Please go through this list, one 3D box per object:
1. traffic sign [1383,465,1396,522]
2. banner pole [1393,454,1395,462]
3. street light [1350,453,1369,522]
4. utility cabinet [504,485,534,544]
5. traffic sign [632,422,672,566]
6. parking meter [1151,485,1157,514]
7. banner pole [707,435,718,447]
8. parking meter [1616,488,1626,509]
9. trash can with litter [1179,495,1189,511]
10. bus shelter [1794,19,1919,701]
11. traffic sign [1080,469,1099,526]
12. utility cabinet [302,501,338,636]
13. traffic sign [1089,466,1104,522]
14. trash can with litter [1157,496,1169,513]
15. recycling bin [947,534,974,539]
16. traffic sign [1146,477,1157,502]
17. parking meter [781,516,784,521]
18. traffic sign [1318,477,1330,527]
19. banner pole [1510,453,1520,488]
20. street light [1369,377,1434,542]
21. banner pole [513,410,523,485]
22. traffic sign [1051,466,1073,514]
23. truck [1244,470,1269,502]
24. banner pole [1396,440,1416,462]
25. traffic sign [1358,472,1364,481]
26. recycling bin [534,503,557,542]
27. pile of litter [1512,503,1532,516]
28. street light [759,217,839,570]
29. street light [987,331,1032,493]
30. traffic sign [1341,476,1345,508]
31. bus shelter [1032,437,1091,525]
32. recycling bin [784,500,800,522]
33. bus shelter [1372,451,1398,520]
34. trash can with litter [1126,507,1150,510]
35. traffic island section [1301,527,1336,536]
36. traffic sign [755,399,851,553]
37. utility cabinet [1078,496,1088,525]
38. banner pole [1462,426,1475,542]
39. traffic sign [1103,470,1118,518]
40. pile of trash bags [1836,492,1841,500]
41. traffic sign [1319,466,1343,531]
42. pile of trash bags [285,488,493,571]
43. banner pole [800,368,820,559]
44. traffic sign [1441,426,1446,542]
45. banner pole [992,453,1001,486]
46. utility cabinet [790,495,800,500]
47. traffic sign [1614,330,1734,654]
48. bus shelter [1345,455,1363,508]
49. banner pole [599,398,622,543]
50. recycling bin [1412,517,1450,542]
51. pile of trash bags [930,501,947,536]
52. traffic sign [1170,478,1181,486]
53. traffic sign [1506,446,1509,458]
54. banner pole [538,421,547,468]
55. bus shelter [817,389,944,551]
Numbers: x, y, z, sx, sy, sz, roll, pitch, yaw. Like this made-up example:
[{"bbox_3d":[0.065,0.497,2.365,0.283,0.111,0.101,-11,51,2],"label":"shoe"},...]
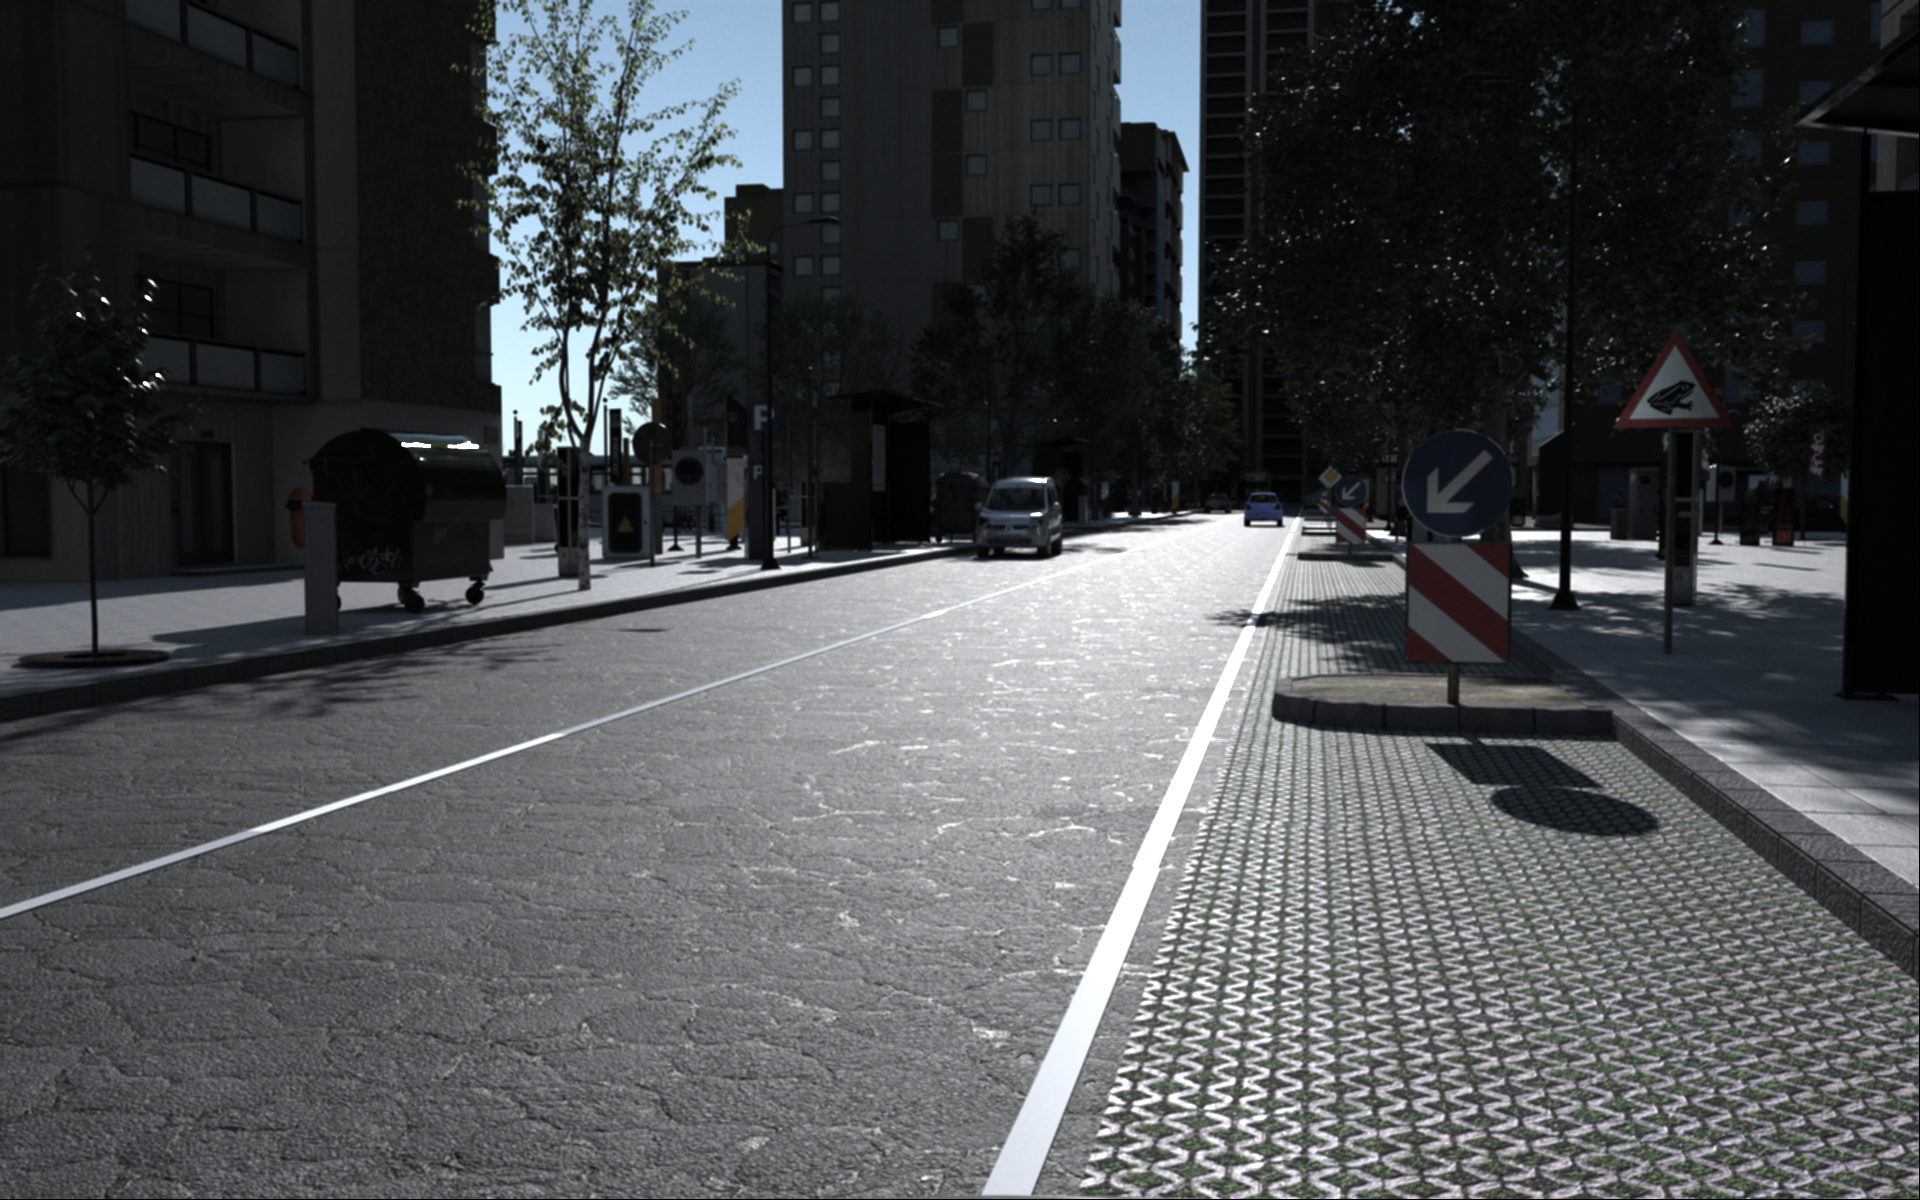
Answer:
[{"bbox_3d":[19.518,-4.782,78.195,0.884,2.594,0.081,1,4,20],"label":"traffic sign"},{"bbox_3d":[25.257,-6.737,100.175,0.863,3.779,0.401,-1,4,-22],"label":"banner pole"},{"bbox_3d":[14.258,-5.329,59.675,1.470,5.913,1.316,1,4,11],"label":"street light"},{"bbox_3d":[-11.493,-2.174,44.229,1.173,1.500,0.318,-1,4,-9],"label":"utility cabinet"},{"bbox_3d":[-5.456,-1.868,30.650,0.768,2.556,0.104,1,4,16],"label":"traffic sign"},{"bbox_3d":[12.796,-6.627,114.067,0.255,1.863,0.399,2,4,35],"label":"parking meter"},{"bbox_3d":[-10.551,-5.139,74.038,0.863,3.779,0.401,3,5,42],"label":"banner pole"},{"bbox_3d":[27.767,-3.939,72.816,0.372,1.533,0.369,0,3,0],"label":"parking meter"},{"bbox_3d":[17.486,-7.552,134.861,0.624,1.170,1.055,-1,4,-22],"label":"trash can with litter"},{"bbox_3d":[5.432,-1.006,7.726,1.731,3.624,6.357,1,4,11],"label":"bus shelter"},{"bbox_3d":[5.209,-4.040,69.702,0.795,2.450,0.064,1,4,11],"label":"traffic sign"},{"bbox_3d":[-5.969,-0.307,16.187,0.306,1.237,1.020,-1,4,-21],"label":"utility cabinet"},{"bbox_3d":[6.121,-4.794,78.494,0.768,2.556,0.104,1,4,18],"label":"traffic sign"},{"bbox_3d":[13.675,-6.518,117.954,1.055,1.170,0.624,2,4,26],"label":"trash can with litter"},{"bbox_3d":[0.083,-2.384,51.529,0.722,1.027,0.722,-3,4,-37],"label":"recycling bin"},{"bbox_3d":[14.292,-7.905,129.347,0.768,2.556,0.104,1,4,13],"label":"traffic sign"},{"bbox_3d":[-8.222,-4.455,81.243,0.372,1.533,0.369,0,3,0],"label":"parking meter"},{"bbox_3d":[14.415,-3.926,67.836,0.795,2.450,0.064,1,4,11],"label":"traffic sign"},{"bbox_3d":[29.844,-6.345,93.752,0.863,3.779,0.401,1,4,11],"label":"banner pole"},{"bbox_3d":[10.196,-4.093,39.467,1.470,5.913,1.316,1,4,11],"label":"street light"},{"bbox_3d":[-13.224,-3.785,51.901,0.401,3.779,0.863,0,4,3],"label":"banner pole"},{"bbox_3d":[3.634,-3.562,61.873,0.795,2.450,0.064,1,4,11],"label":"traffic sign"},{"bbox_3d":[35.183,-13.221,205.070,2.839,4.237,11.283,1,4,11],"label":"truck"},{"bbox_3d":[15.248,-4.200,58.683,0.401,3.779,0.863,-1,4,-21],"label":"banner pole"},{"bbox_3d":[22.671,-5.925,96.980,0.768,2.556,0.104,1,4,13],"label":"traffic sign"},{"bbox_3d":[-11.136,-2.083,46.612,0.722,1.027,0.722,0,4,4],"label":"recycling bin"},{"bbox_3d":[32.450,-5.246,99.744,1.719,0.858,1.176,3,4,36],"label":"pile of litter"},{"bbox_3d":[-2.711,-3.472,29.300,1.470,5.913,1.316,1,4,11],"label":"street light"},{"bbox_3d":[1.346,-4.708,49.509,1.470,5.913,1.316,1,4,11],"label":"street light"},{"bbox_3d":[27.236,-7.494,122.630,0.768,2.556,0.104,1,4,16],"label":"traffic sign"},{"bbox_3d":[4.376,-5.066,74.108,1.731,3.624,6.357,1,4,11],"label":"bus shelter"},{"bbox_3d":[-7.657,-4.084,79.322,0.722,1.027,0.722,0,4,1],"label":"recycling bin"},{"bbox_3d":[20.910,-5.479,83.500,2.014,3.302,5.546,1,4,11],"label":"bus shelter"},{"bbox_3d":[14.879,-8.080,143.169,2.233,1.210,1.678,2,4,24],"label":"trash can with litter"},{"bbox_3d":[12.865,-2.312,60.080,2.009,0.180,2.903,1,4,11],"label":"traffic island section"},{"bbox_3d":[-3.402,-2.661,37.380,2.265,3.308,0.079,1,4,20],"label":"traffic sign"},{"bbox_3d":[5.092,-3.711,71.833,0.306,1.237,1.020,1,4,10],"label":"utility cabinet"},{"bbox_3d":[13.676,-3.463,46.634,0.863,3.779,0.401,-1,4,-19],"label":"banner pole"},{"bbox_3d":[8.052,-5.672,92.839,0.768,2.556,0.104,1,4,12],"label":"traffic sign"},{"bbox_3d":[36.005,-3.599,68.595,3.447,1.369,1.912,-2,4,-24],"label":"pile of trash bags"},{"bbox_3d":[12.840,-3.447,60.007,0.795,2.450,0.064,1,4,11],"label":"traffic sign"},{"bbox_3d":[-9.234,-1.093,27.621,1.912,1.369,3.447,2,4,28],"label":"pile of trash bags"},{"bbox_3d":[-2.941,-2.729,34.635,0.401,3.779,0.863,1,4,10],"label":"banner pole"},{"bbox_3d":[9.326,-2.043,33.399,0.884,2.594,0.081,1,4,20],"label":"traffic sign"},{"bbox_3d":[1.775,-6.227,91.834,0.863,3.779,0.401,1,4,14],"label":"banner pole"},{"bbox_3d":[-11.228,-6.475,117.028,1.020,1.237,0.306,1,4,22],"label":"utility cabinet"},{"bbox_3d":[5.686,-0.847,13.846,0.884,2.594,0.081,1,4,17],"label":"traffic sign"},{"bbox_3d":[31.008,-9.623,134.974,2.179,5.291,8.768,1,4,11],"label":"bus shelter"},{"bbox_3d":[-9.014,-3.353,44.846,0.863,3.779,0.401,3,5,39],"label":"banner pole"},{"bbox_3d":[11.457,-1.800,41.983,0.722,1.027,0.722,3,5,43],"label":"recycling bin"},{"bbox_3d":[-0.024,-2.703,53.943,1.912,1.369,3.447,1,4,12],"label":"pile of trash bags"},{"bbox_3d":[15.462,-7.611,124.547,0.768,2.556,0.104,1,4,13],"label":"traffic sign"},{"bbox_3d":[12.262,-2.438,39.969,0.768,2.556,0.104,1,4,19],"label":"traffic sign"},{"bbox_3d":[-14.267,-4.237,59.285,0.401,3.779,0.863,-3,4,-38],"label":"banner pole"},{"bbox_3d":[-1.864,-3.101,41.991,1.731,3.624,6.357,1,4,12],"label":"bus shelter"}]
